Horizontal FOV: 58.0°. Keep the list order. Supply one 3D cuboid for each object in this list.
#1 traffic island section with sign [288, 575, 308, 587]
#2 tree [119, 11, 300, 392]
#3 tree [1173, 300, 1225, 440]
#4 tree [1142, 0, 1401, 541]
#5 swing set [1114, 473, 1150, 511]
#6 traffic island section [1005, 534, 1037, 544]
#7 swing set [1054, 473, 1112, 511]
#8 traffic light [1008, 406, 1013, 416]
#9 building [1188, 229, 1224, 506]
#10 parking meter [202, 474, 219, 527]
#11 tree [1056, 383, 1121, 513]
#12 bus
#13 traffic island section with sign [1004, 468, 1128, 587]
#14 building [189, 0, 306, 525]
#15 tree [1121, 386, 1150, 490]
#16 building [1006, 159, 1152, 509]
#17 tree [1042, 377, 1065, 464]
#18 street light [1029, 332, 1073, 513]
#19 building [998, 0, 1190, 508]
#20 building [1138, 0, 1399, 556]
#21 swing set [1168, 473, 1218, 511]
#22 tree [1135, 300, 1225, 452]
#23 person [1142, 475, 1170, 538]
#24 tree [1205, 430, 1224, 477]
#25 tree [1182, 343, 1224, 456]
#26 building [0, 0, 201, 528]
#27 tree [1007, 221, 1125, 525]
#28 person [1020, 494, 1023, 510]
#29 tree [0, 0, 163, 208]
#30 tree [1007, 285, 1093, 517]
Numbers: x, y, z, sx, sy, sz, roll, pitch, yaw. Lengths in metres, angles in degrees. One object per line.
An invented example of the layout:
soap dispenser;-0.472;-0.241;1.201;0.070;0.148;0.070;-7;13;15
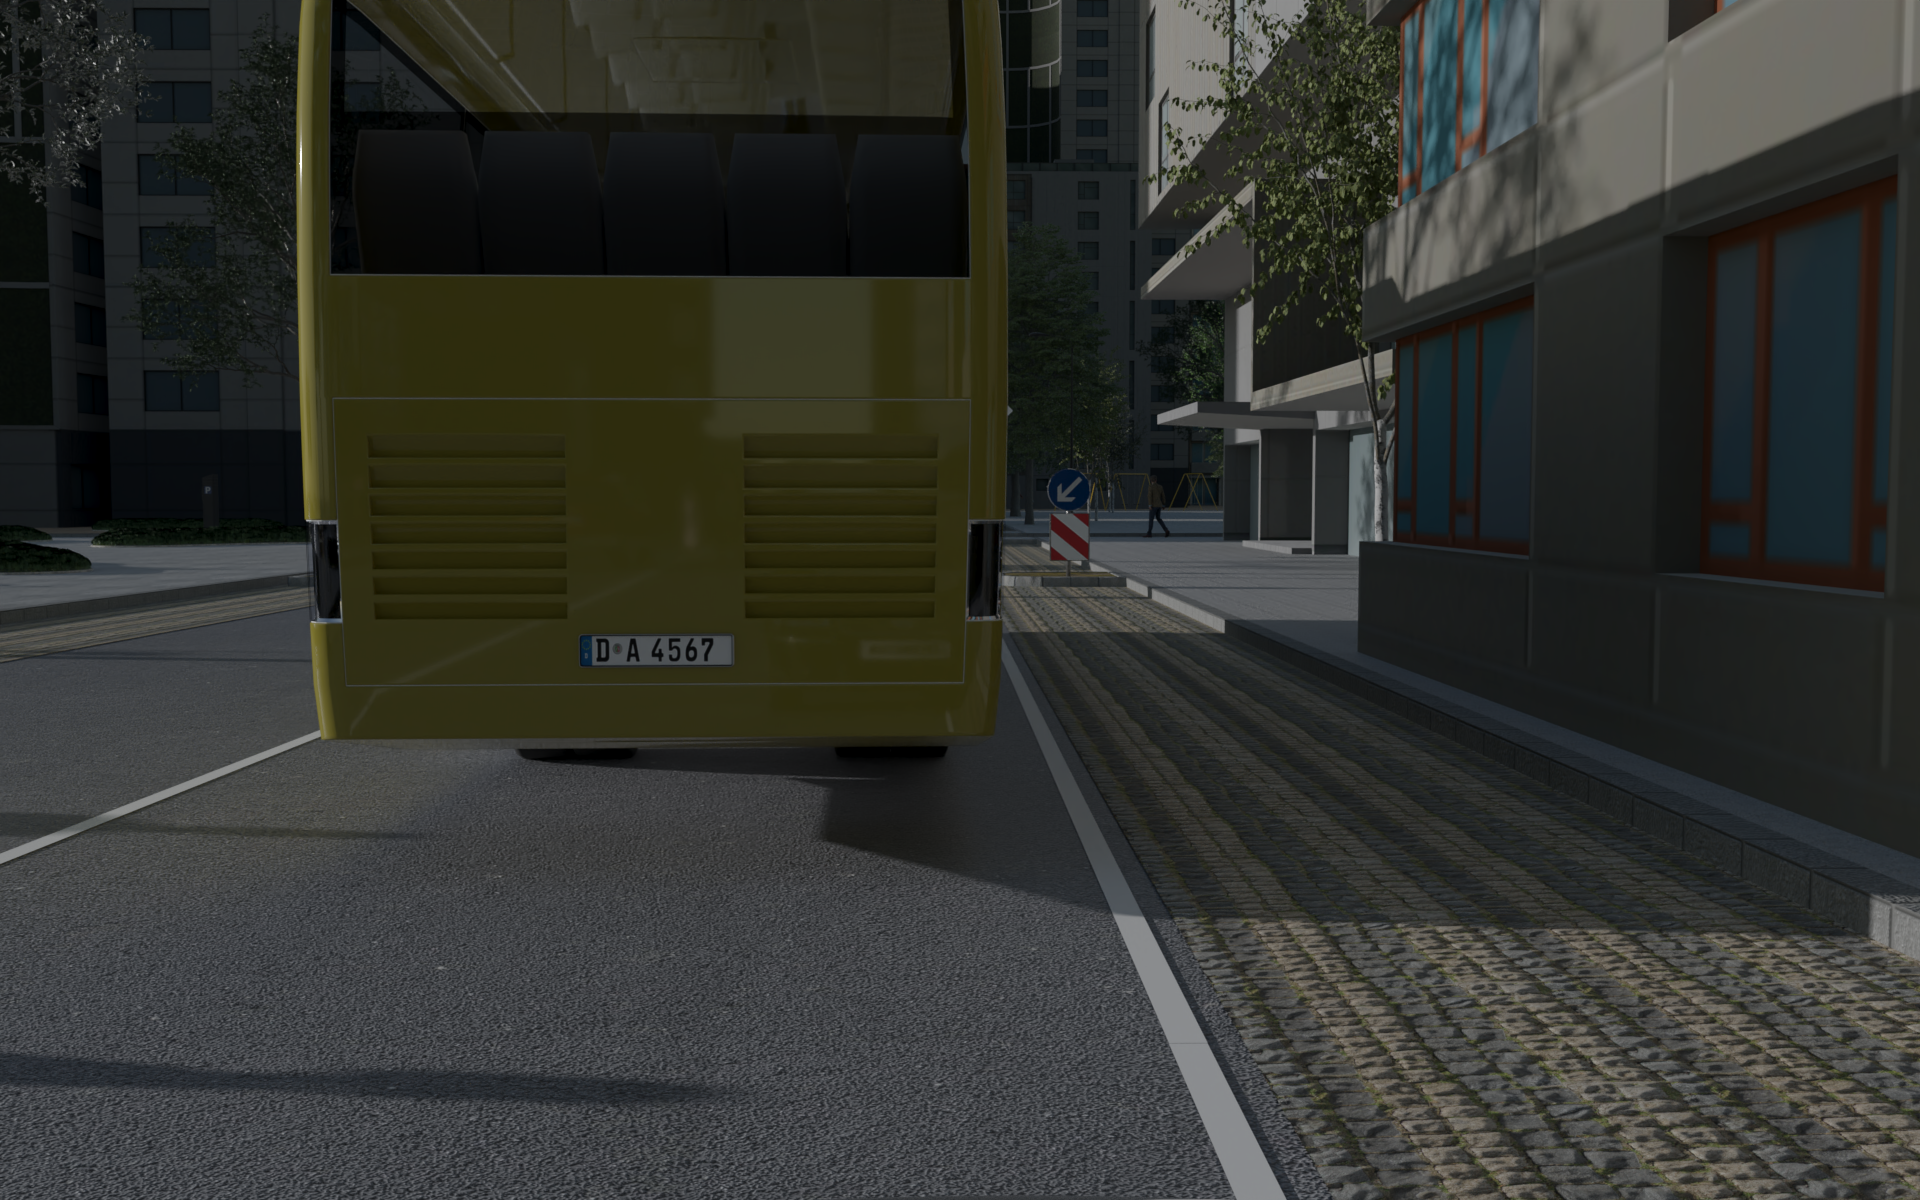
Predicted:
traffic island section with sign;-9.368;-1.159;27.580;1.989;1.847;2.006;0;4;-1
tree;-12.920;-6.123;34.518;7.601;10.594;8.767;-2;4;-26
tree;14.266;-9.739;84.991;9.928;11.665;9.643;0;3;0
tree;4.267;-4.136;17.991;4.737;8.622;4.395;0;3;0
swing set;13.174;-8.238;132.311;3.119;2.851;2.862;-2;4;-28
traffic island section;1.163;-1.715;50.329;2.009;0.180;2.903;0;4;-1
swing set;9.045;-8.025;128.824;3.119;2.851;2.862;2;4;31
traffic light;1.123;-3.749;50.214;0.839;4.253;0.868;0;4;-1
building;33.018;-35.387;198.179;30.456;49.044;23.786;0;4;-1
parking meter;-22.001;-2.760;50.838;0.399;1.863;0.255;1;4;11
tree;7.024;-9.695;108.876;4.360;8.622;3.978;0;3;0
bus;-1.357;-1.264;12.215;2.896;3.916;12.252;0;4;-3
traffic island section with sign;1.565;-1.155;27.506;1.989;1.847;2.006;0;4;-1
building;-22.350;-38.903;74.322;20.563;71.187;20.611;0;4;-1
tree;10.508;-10.129;115.971;4.360;8.622;3.978;0;3;0
building;9.301;-23.363;153.684;14.160;30.474;14.107;0;4;-1
tree;6.529;-8.485;89.088;4.737;8.622;4.395;0;3;0
street light;2.681;-4.734;49.938;1.470;5.913;1.316;0;4;-1
building;10.892;-44.743;169.798;20.563;71.187;20.611;0;4;-1
building;18.580;-27.230;34.455;28.713;52.752;27.495;0;4;-1
swing set;17.635;-8.138;130.679;2.862;2.851;3.119;-1;4;-16
tree;10.431;-7.785;61.695;8.767;10.594;7.601;0;4;7
person;5.808;-2.762;51.107;0.836;1.842;0.656;1;4;22
tree;20.714;-12.570;123.640;7.486;12.596;7.792;0;3;0
tree;18.468;-11.928;105.392;12.009;13.543;11.850;0;3;0
building;-44.330;-38.345;65.195;20.611;71.187;20.563;0;4;-1
tree;3.178;-9.427;72.257;7.486;12.596;7.792;0;3;0
person;4.786;-8.225;140.485;0.705;1.831;1.348;1;4;23
tree;-12.234;-6.412;15.200;12.009;13.543;11.850;0;3;0
tree;3.061;-11.724;98.338;9.857;13.997;8.962;0;3;0
